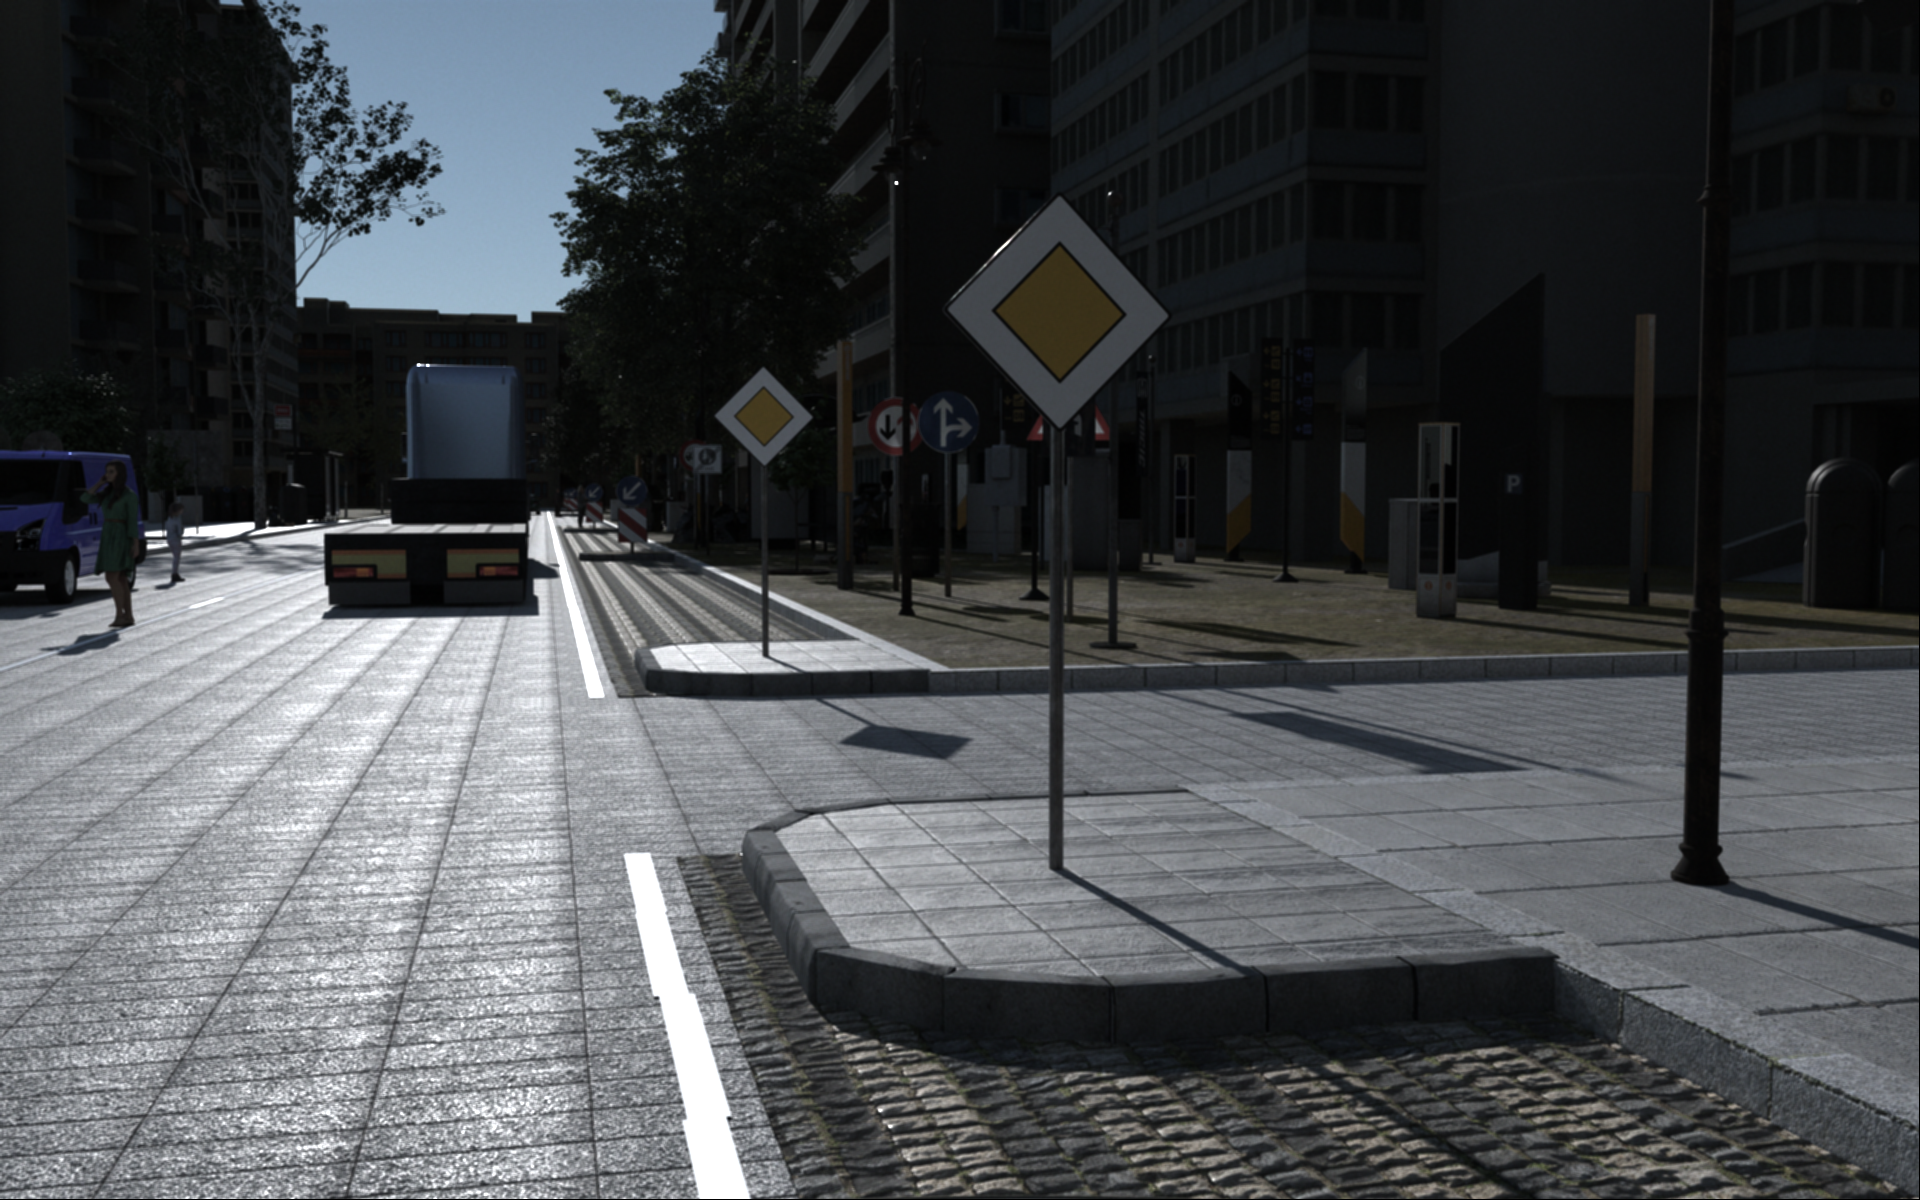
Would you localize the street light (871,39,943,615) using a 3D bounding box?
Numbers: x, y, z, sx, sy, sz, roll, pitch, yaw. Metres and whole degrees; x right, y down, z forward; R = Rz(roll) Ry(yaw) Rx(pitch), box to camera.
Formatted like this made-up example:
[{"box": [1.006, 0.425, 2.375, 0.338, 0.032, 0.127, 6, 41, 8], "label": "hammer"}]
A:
[{"box": [-0.566, -2.779, 18.225, 0.468, 5.910, 1.993, -1, 4, -13], "label": "street light"}]

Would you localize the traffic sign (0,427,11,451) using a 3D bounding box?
[{"box": [-17.357, -1.886, 30.945, 0.768, 2.556, 0.104, -1, 4, -11], "label": "traffic sign"}]

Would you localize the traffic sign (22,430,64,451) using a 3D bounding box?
[{"box": [-18.284, -2.107, 34.553, 0.768, 2.556, 0.104, -1, 4, -12], "label": "traffic sign"}]

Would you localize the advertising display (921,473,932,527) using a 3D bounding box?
[{"box": [-1.018, -2.925, 53.044, 0.123, 1.923, 0.974, -1, 4, -14], "label": "advertising display"}]

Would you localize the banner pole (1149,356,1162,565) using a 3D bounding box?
[{"box": [3.357, -2.523, 31.261, 0.401, 3.779, 0.863, 2, 4, 33], "label": "banner pole"}]

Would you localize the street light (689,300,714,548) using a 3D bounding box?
[{"box": [-6.147, -4.190, 41.289, 0.468, 5.910, 1.993, -1, 4, -13], "label": "street light"}]

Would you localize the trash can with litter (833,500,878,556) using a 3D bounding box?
[{"box": [-2.077, -1.376, 33.887, 0.624, 1.170, 1.055, 1, 4, 20], "label": "trash can with litter"}]

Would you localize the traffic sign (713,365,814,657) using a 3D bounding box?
[{"box": [-1.541, -0.611, 13.633, 0.795, 2.450, 0.064, -1, 4, -13], "label": "traffic sign"}]

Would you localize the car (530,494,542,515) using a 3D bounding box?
[{"box": [-30.420, -6.716, 121.599, 2.131, 1.459, 4.920, -1, 4, -12], "label": "car"}]

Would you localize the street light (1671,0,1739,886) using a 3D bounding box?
[{"box": [2.459, -2.006, 5.578, 0.468, 5.910, 1.993, -1, 4, -13], "label": "street light"}]

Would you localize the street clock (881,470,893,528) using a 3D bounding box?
[{"box": [-2.146, -2.858, 51.294, 0.358, 2.002, 0.471, 2, 4, 23], "label": "street clock"}]

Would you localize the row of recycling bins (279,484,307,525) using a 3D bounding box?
[{"box": [-28.231, -4.054, 73.388, 1.069, 1.692, 3.534, -1, 4, -16], "label": "row of recycling bins"}]

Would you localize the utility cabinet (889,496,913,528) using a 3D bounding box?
[{"box": [-1.696, -2.369, 49.889, 0.306, 1.237, 1.020, 2, 4, 23], "label": "utility cabinet"}]

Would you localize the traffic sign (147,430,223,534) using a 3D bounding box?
[{"box": [-24.632, -3.744, 55.083, 2.265, 3.308, 0.079, 0, 4, -7], "label": "traffic sign"}]

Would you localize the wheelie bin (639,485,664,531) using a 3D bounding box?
[{"box": [-10.706, -3.179, 59.878, 0.693, 1.594, 0.980, 2, 4, 30], "label": "wheelie bin"}]

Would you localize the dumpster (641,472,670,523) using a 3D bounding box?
[{"box": [-13.567, -4.509, 76.210, 1.502, 2.255, 1.985, -1, 4, -14], "label": "dumpster"}]

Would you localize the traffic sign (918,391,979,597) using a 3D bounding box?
[{"box": [-0.148, -1.311, 21.544, 0.768, 2.556, 0.104, 0, 4, -6], "label": "traffic sign"}]

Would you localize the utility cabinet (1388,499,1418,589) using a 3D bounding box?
[{"box": [6.218, -0.772, 23.782, 0.306, 1.237, 1.020, 3, 4, 36], "label": "utility cabinet"}]

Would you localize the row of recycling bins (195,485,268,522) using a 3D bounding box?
[{"box": [-33.664, -4.455, 79.952, 1.069, 1.692, 3.534, 2, 4, 32], "label": "row of recycling bins"}]

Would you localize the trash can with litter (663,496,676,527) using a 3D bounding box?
[{"box": [-11.688, -3.459, 67.616, 1.678, 1.210, 2.233, 3, 5, 45], "label": "trash can with litter"}]

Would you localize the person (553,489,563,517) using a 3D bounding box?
[{"box": [-25.100, -6.066, 108.237, 0.434, 1.755, 0.990, -3, 5, -41], "label": "person"}]

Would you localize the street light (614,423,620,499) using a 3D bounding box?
[{"box": [-17.146, -6.972, 86.780, 0.468, 5.910, 1.993, -1, 4, -13], "label": "street light"}]

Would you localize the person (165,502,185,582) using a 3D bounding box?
[{"box": [-12.816, -0.951, 28.329, 0.425, 1.301, 0.394, 1, 4, 19], "label": "person"}]

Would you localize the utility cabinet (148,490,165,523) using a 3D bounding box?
[{"box": [-35.112, -4.094, 75.616, 0.318, 1.500, 1.173, 0, 4, -6], "label": "utility cabinet"}]

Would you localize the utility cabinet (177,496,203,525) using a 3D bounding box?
[{"box": [-31.782, -3.689, 71.473, 0.306, 1.237, 1.020, 2, 4, 28], "label": "utility cabinet"}]

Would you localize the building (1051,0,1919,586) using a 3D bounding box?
[{"box": [16.048, -21.276, 39.742, 23.993, 40.220, 32.217, -1, 4, -13], "label": "building"}]

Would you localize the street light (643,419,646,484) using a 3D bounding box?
[{"box": [-11.680, -5.582, 64.058, 0.468, 5.910, 1.993, -1, 4, -13], "label": "street light"}]

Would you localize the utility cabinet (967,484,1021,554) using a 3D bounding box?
[{"box": [0.723, -1.715, 36.720, 1.173, 1.500, 0.318, 2, 4, 31], "label": "utility cabinet"}]

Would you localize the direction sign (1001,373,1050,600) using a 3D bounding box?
[{"box": [0.905, -1.771, 20.957, 0.876, 3.537, 0.379, 2, 4, 25], "label": "direction sign"}]

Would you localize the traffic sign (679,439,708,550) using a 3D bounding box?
[{"box": [-6.100, -2.439, 39.990, 0.768, 2.556, 0.104, 0, 4, -8], "label": "traffic sign"}]

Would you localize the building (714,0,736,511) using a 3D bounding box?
[{"box": [-6.299, -31.160, 129.080, 23.786, 49.044, 30.456, -1, 4, -13], "label": "building"}]

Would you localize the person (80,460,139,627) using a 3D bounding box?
[{"box": [-9.014, -0.601, 18.572, 0.600, 1.795, 0.529, 1, 4, 10], "label": "person"}]

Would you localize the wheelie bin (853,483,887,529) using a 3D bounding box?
[{"box": [-2.496, -2.491, 48.638, 0.980, 1.594, 0.693, -1, 4, -20], "label": "wheelie bin"}]

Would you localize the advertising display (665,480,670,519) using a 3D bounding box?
[{"box": [-13.399, -4.536, 79.381, 0.123, 1.923, 0.974, 0, 4, -1], "label": "advertising display"}]

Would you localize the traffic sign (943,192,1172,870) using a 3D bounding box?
[{"box": [0.326, -0.136, 5.868, 0.795, 2.450, 0.064, -1, 4, -13], "label": "traffic sign"}]

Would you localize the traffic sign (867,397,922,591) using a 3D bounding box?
[{"box": [-0.844, -1.394, 22.896, 0.768, 2.556, 0.104, 0, 4, -8], "label": "traffic sign"}]

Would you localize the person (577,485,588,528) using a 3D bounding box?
[{"box": [-15.497, -3.825, 71.229, 0.526, 1.800, 0.537, 3, 5, 45], "label": "person"}]

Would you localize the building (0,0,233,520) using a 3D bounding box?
[{"box": [-52.969, -26.858, 93.759, 22.147, 44.769, 28.867, -1, 4, -13], "label": "building"}]

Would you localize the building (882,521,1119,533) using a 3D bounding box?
[{"box": [5.841, -27.096, 66.721, 21.300, 48.544, 21.600, -1, 4, -13], "label": "building"}]

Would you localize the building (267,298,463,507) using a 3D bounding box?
[{"box": [-66.836, -20.742, 184.177, 28.899, 21.520, 27.650, -1, 4, -13], "label": "building"}]

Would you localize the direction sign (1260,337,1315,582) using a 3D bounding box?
[{"box": [4.761, -2.034, 25.250, 0.876, 3.537, 0.379, -1, 4, -20], "label": "direction sign"}]

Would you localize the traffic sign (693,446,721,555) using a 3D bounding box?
[{"box": [-5.256, -2.076, 36.080, 0.606, 2.300, 0.079, -1, 4, -9], "label": "traffic sign"}]

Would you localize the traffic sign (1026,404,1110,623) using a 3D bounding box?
[{"box": [1.096, -1.055, 17.247, 0.884, 2.594, 0.081, 0, 4, -5], "label": "traffic sign"}]

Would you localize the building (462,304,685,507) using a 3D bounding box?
[{"box": [-38.528, -21.101, 190.044, 28.899, 21.520, 27.650, -1, 4, -13], "label": "building"}]

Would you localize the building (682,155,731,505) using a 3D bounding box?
[{"box": [-17.046, -23.134, 149.944, 14.160, 30.474, 14.107, -1, 4, -13], "label": "building"}]

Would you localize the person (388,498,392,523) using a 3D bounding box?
[{"box": [-25.190, -4.185, 77.119, 0.583, 1.804, 0.606, 1, 4, 14], "label": "person"}]

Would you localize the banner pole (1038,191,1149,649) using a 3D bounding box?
[{"box": [1.059, -1.488, 14.351, 0.863, 3.779, 0.401, -1, 4, -16], "label": "banner pole"}]

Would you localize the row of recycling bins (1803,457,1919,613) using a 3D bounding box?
[{"box": [10.959, -0.707, 18.677, 1.069, 1.692, 3.534, -3, 5, -44], "label": "row of recycling bins"}]

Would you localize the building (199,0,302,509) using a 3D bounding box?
[{"box": [-62.608, -26.728, 128.885, 23.993, 40.220, 32.217, -1, 4, -13], "label": "building"}]

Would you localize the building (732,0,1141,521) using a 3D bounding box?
[{"box": [-1.761, -29.343, 103.466, 21.300, 48.544, 21.600, -1, 4, -13], "label": "building"}]
